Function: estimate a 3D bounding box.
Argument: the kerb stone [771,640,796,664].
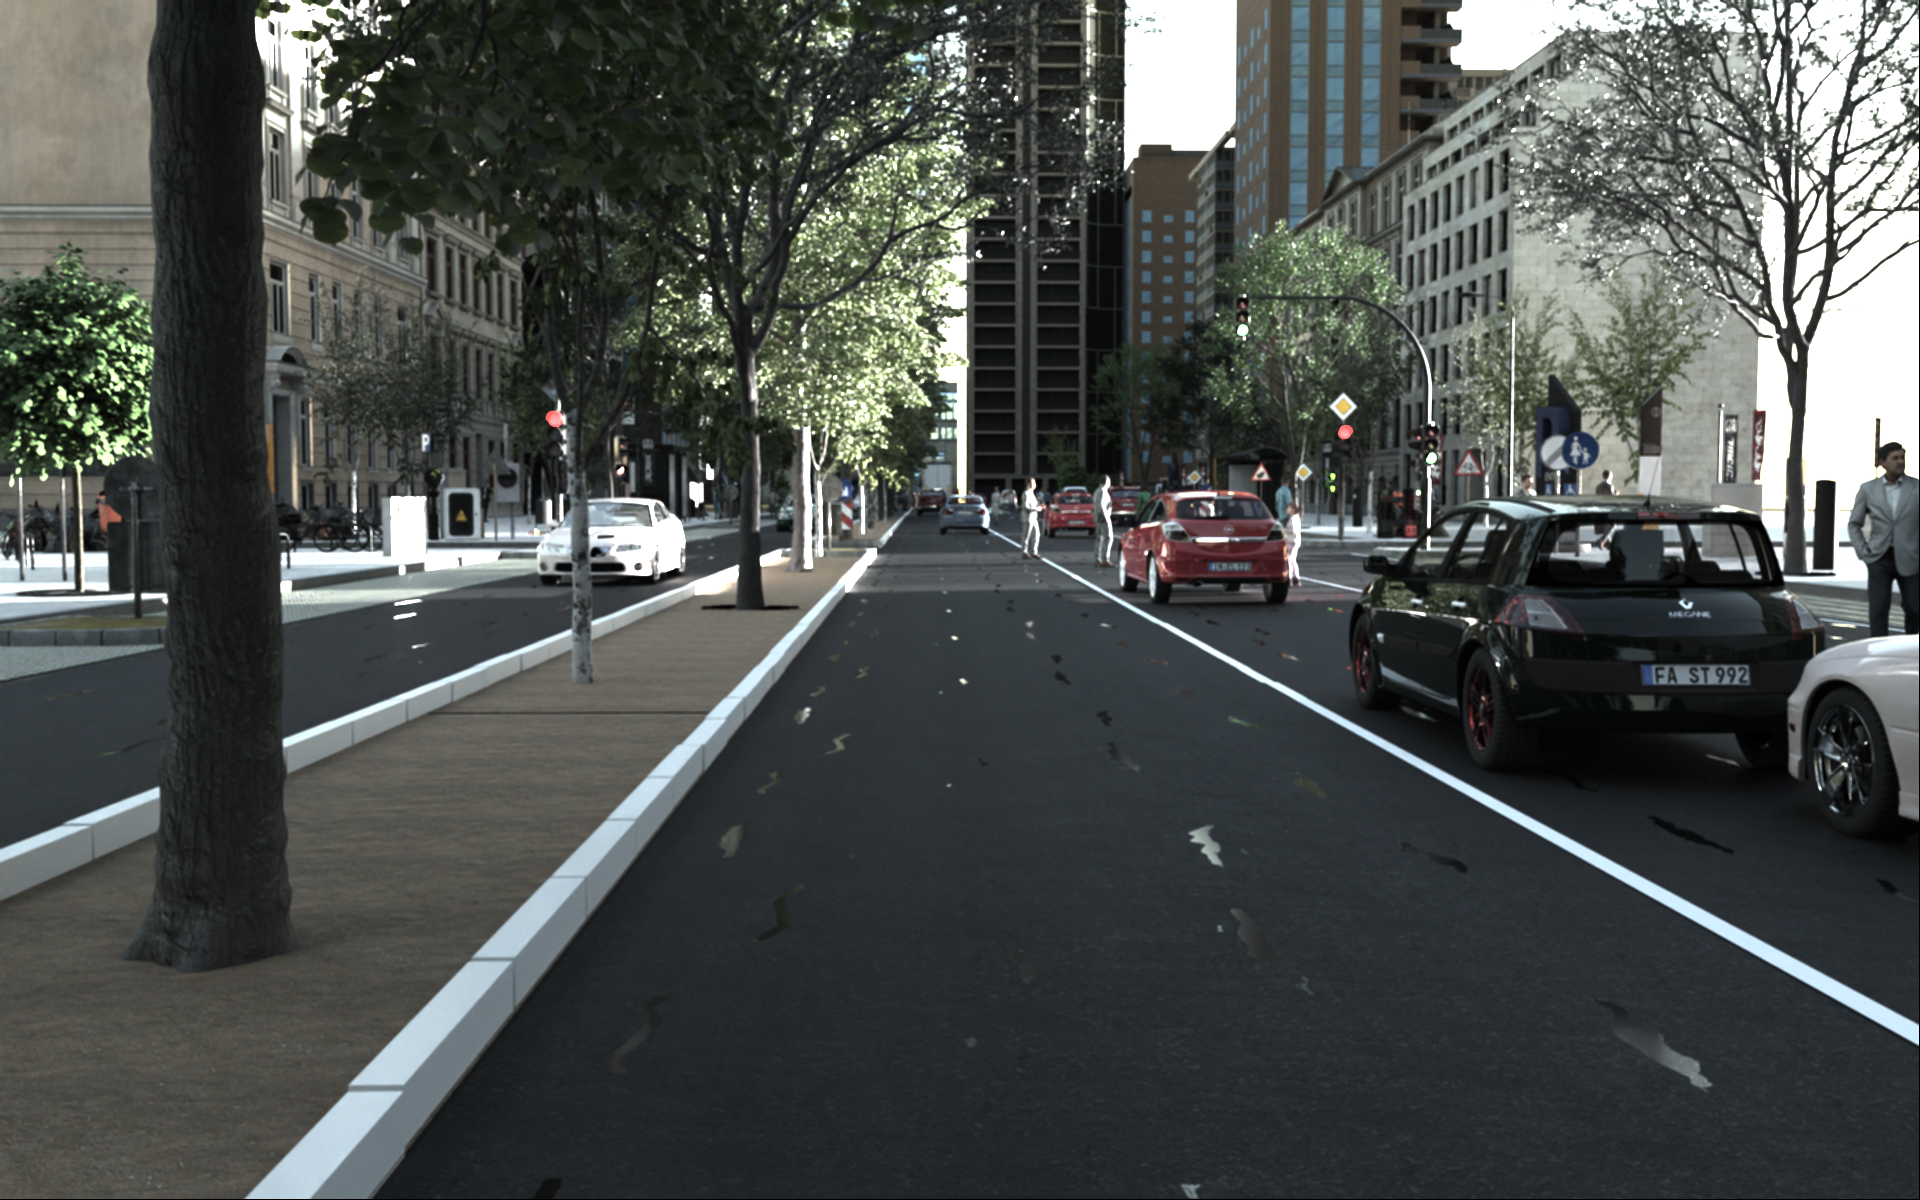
[{"bbox_3d":[-1.498,0.471,14.533,0.120,0.150,1.000,0,4,-1],"label":"kerb stone"}]

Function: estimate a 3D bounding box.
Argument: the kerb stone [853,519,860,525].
[{"bbox_3d":[-5.062,-3.822,84.677,0.120,0.150,1.000,0,4,-1],"label":"kerb stone"}]

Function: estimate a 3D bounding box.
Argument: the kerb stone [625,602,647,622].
[{"bbox_3d":[-3.701,0.161,19.565,0.120,0.150,1.000,0,4,-1],"label":"kerb stone"}]

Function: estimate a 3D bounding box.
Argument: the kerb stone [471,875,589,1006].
[{"bbox_3d":[-1.302,1.034,5.295,0.120,0.150,1.000,0,4,-1],"label":"kerb stone"}]

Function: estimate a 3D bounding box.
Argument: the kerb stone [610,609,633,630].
[{"bbox_3d":[-3.674,0.227,18.536,0.120,0.150,1.000,0,4,-1],"label":"kerb stone"}]

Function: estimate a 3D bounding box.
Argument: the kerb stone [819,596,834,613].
[{"bbox_3d":[-1.622,0.093,20.681,0.120,0.150,1.000,0,4,-1],"label":"kerb stone"}]

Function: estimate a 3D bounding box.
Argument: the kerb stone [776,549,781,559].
[{"bbox_3d":[-4.083,-0.969,38.043,0.120,0.150,1.000,0,4,-1],"label":"kerb stone"}]

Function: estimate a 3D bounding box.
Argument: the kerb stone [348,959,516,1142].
[{"bbox_3d":[-1.281,1.099,4.270,0.120,0.150,1.000,0,4,-1],"label":"kerb stone"}]

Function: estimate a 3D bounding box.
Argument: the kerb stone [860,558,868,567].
[{"bbox_3d":[-1.881,-0.654,32.956,0.120,0.150,1.000,0,4,-1],"label":"kerb stone"}]

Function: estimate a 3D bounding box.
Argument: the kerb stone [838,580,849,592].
[{"bbox_3d":[-1.703,-0.156,24.774,0.120,0.150,1.000,0,4,-1],"label":"kerb stone"}]

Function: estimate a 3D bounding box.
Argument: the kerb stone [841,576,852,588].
[{"bbox_3d":[-1.727,-0.220,25.797,0.120,0.150,1.000,0,4,-1],"label":"kerb stone"}]

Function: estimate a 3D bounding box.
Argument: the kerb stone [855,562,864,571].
[{"bbox_3d":[-1.841,-0.530,30.911,0.120,0.150,1.000,0,4,-1],"label":"kerb stone"}]

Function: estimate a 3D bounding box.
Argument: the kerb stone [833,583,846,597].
[{"bbox_3d":[-1.682,-0.093,23.748,0.120,0.150,1.000,0,4,-1],"label":"kerb stone"}]

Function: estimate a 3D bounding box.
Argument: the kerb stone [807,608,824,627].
[{"bbox_3d":[-1.580,0.219,18.630,0.120,0.150,1.000,0,4,-1],"label":"kerb stone"}]

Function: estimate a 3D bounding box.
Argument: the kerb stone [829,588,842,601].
[{"bbox_3d":[-1.669,-0.021,22.727,0.120,0.150,1.000,0,4,-1],"label":"kerb stone"}]

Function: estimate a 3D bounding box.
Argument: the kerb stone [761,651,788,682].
[{"bbox_3d":[-1.464,0.535,13.503,0.120,0.150,1.000,0,4,-1],"label":"kerb stone"}]

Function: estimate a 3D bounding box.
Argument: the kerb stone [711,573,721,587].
[{"bbox_3d":[-3.847,-0.280,26.769,0.120,0.150,1.000,0,4,-1],"label":"kerb stone"}]

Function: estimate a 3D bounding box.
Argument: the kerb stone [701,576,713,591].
[{"bbox_3d":[-3.826,-0.217,25.747,0.120,0.150,1.000,0,4,-1],"label":"kerb stone"}]

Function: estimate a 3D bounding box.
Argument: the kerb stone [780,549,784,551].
[{"bbox_3d":[-4.106,-1.032,39.065,0.120,0.150,1.000,0,4,-1],"label":"kerb stone"}]

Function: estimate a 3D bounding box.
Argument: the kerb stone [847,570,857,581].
[{"bbox_3d":[-1.775,-0.346,27.845,0.120,0.150,1.000,0,4,-1],"label":"kerb stone"}]

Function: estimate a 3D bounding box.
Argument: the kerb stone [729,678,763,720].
[{"bbox_3d":[-1.425,0.657,11.448,0.120,0.150,1.000,0,4,-1],"label":"kerb stone"}]

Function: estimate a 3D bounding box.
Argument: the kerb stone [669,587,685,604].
[{"bbox_3d":[-3.765,-0.029,22.662,0.120,0.150,1.000,0,4,-1],"label":"kerb stone"}]

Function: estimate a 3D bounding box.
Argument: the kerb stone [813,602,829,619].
[{"bbox_3d":[-1.602,0.156,19.652,0.120,0.150,1.000,0,4,-1],"label":"kerb stone"}]

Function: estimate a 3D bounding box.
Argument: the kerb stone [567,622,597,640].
[{"bbox_3d":[-3.634,0.349,16.485,0.120,0.150,1.000,0,4,-1],"label":"kerb stone"}]

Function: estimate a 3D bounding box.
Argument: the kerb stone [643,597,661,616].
[{"bbox_3d":[-3.718,0.098,20.597,0.120,0.150,1.000,0,4,-1],"label":"kerb stone"}]

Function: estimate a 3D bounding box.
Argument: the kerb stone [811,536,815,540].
[{"bbox_3d":[-4.395,-1.876,52.868,0.120,0.150,1.000,0,4,-1],"label":"kerb stone"}]

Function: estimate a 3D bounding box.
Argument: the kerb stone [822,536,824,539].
[{"bbox_3d":[-4.409,-1.939,53.890,0.120,0.150,1.000,0,4,-1],"label":"kerb stone"}]

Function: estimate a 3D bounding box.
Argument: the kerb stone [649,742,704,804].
[{"bbox_3d":[-1.371,0.846,8.366,0.120,0.150,1.000,0,4,-1],"label":"kerb stone"}]

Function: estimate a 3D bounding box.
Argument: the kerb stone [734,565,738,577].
[{"bbox_3d":[-3.913,-0.468,29.848,0.120,0.150,1.000,0,4,-1],"label":"kerb stone"}]

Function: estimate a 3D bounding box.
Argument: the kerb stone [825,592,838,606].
[{"bbox_3d":[-1.644,0.030,21.703,0.120,0.150,1.000,0,4,-1],"label":"kerb stone"}]

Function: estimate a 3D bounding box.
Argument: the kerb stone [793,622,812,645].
[{"bbox_3d":[-1.534,0.350,16.576,0.120,0.150,1.000,0,4,-1],"label":"kerb stone"}]

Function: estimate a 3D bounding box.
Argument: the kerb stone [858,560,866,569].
[{"bbox_3d":[-1.864,-0.596,31.932,0.120,0.150,1.000,0,4,-1],"label":"kerb stone"}]

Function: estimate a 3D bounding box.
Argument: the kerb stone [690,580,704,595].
[{"bbox_3d":[-3.810,-0.153,24.714,0.120,0.150,1.000,0,4,-1],"label":"kerb stone"}]

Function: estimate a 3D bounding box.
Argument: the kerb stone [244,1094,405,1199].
[{"bbox_3d":[-1.251,1.166,3.246,0.120,0.150,1.000,0,4,-1],"label":"kerb stone"}]

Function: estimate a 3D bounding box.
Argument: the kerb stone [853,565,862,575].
[{"bbox_3d":[-1.816,-0.470,29.889,0.120,0.150,1.000,0,4,-1],"label":"kerb stone"}]

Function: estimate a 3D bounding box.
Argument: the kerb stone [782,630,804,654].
[{"bbox_3d":[-1.518,0.406,15.554,0.120,0.150,1.000,0,4,-1],"label":"kerb stone"}]

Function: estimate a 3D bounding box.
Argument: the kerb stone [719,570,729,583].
[{"bbox_3d":[-3.870,-0.342,27.790,0.120,0.150,1.000,0,4,-1],"label":"kerb stone"}]

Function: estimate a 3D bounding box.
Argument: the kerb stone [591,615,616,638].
[{"bbox_3d":[-3.656,0.287,17.507,0.120,0.150,1.000,0,4,-1],"label":"kerb stone"}]

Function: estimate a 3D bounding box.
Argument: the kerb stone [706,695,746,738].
[{"bbox_3d":[-1.413,0.722,10.421,0.120,0.150,1.000,0,4,-1],"label":"kerb stone"}]

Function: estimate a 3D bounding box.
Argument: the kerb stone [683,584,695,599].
[{"bbox_3d":[-3.779,-0.086,23.685,0.120,0.150,1.000,0,4,-1],"label":"kerb stone"}]

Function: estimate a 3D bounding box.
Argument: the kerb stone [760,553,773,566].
[{"bbox_3d":[-4.045,-0.844,35.992,0.120,0.150,1.000,0,4,-1],"label":"kerb stone"}]

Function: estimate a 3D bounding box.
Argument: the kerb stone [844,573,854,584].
[{"bbox_3d":[-1.754,-0.282,26.824,0.120,0.150,1.000,0,4,-1],"label":"kerb stone"}]

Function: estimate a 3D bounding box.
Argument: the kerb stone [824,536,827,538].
[{"bbox_3d":[-4.504,-2.190,58.000,0.120,0.150,1.000,0,4,-1],"label":"kerb stone"}]

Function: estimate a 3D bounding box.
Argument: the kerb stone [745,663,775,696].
[{"bbox_3d":[-1.452,0.597,12.479,0.120,0.150,1.000,0,4,-1],"label":"kerb stone"}]

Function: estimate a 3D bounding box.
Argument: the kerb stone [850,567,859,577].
[{"bbox_3d":[-1.797,-0.408,28.867,0.120,0.150,1.000,0,4,-1],"label":"kerb stone"}]

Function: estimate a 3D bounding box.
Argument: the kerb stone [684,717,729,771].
[{"bbox_3d":[-1.382,0.786,9.399,0.120,0.150,1.000,0,4,-1],"label":"kerb stone"}]

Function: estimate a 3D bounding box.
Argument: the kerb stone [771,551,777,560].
[{"bbox_3d":[-4.059,-0.905,37.014,0.120,0.150,1.000,0,4,-1],"label":"kerb stone"}]

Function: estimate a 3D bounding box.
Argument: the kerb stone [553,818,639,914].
[{"bbox_3d":[-1.324,0.972,6.321,0.120,0.150,1.000,0,4,-1],"label":"kerb stone"}]

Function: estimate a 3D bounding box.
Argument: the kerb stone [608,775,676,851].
[{"bbox_3d":[-1.348,0.909,7.344,0.120,0.150,1.000,0,4,-1],"label":"kerb stone"}]

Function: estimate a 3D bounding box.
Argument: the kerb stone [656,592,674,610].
[{"bbox_3d":[-3.739,0.034,21.632,0.120,0.150,1.000,0,4,-1],"label":"kerb stone"}]

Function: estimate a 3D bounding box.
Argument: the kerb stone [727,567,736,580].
[{"bbox_3d":[-3.889,-0.405,28.812,0.120,0.150,1.000,0,4,-1],"label":"kerb stone"}]

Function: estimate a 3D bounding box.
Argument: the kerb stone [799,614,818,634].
[{"bbox_3d":[-1.559,0.281,17.608,0.120,0.150,1.000,0,4,-1],"label":"kerb stone"}]
